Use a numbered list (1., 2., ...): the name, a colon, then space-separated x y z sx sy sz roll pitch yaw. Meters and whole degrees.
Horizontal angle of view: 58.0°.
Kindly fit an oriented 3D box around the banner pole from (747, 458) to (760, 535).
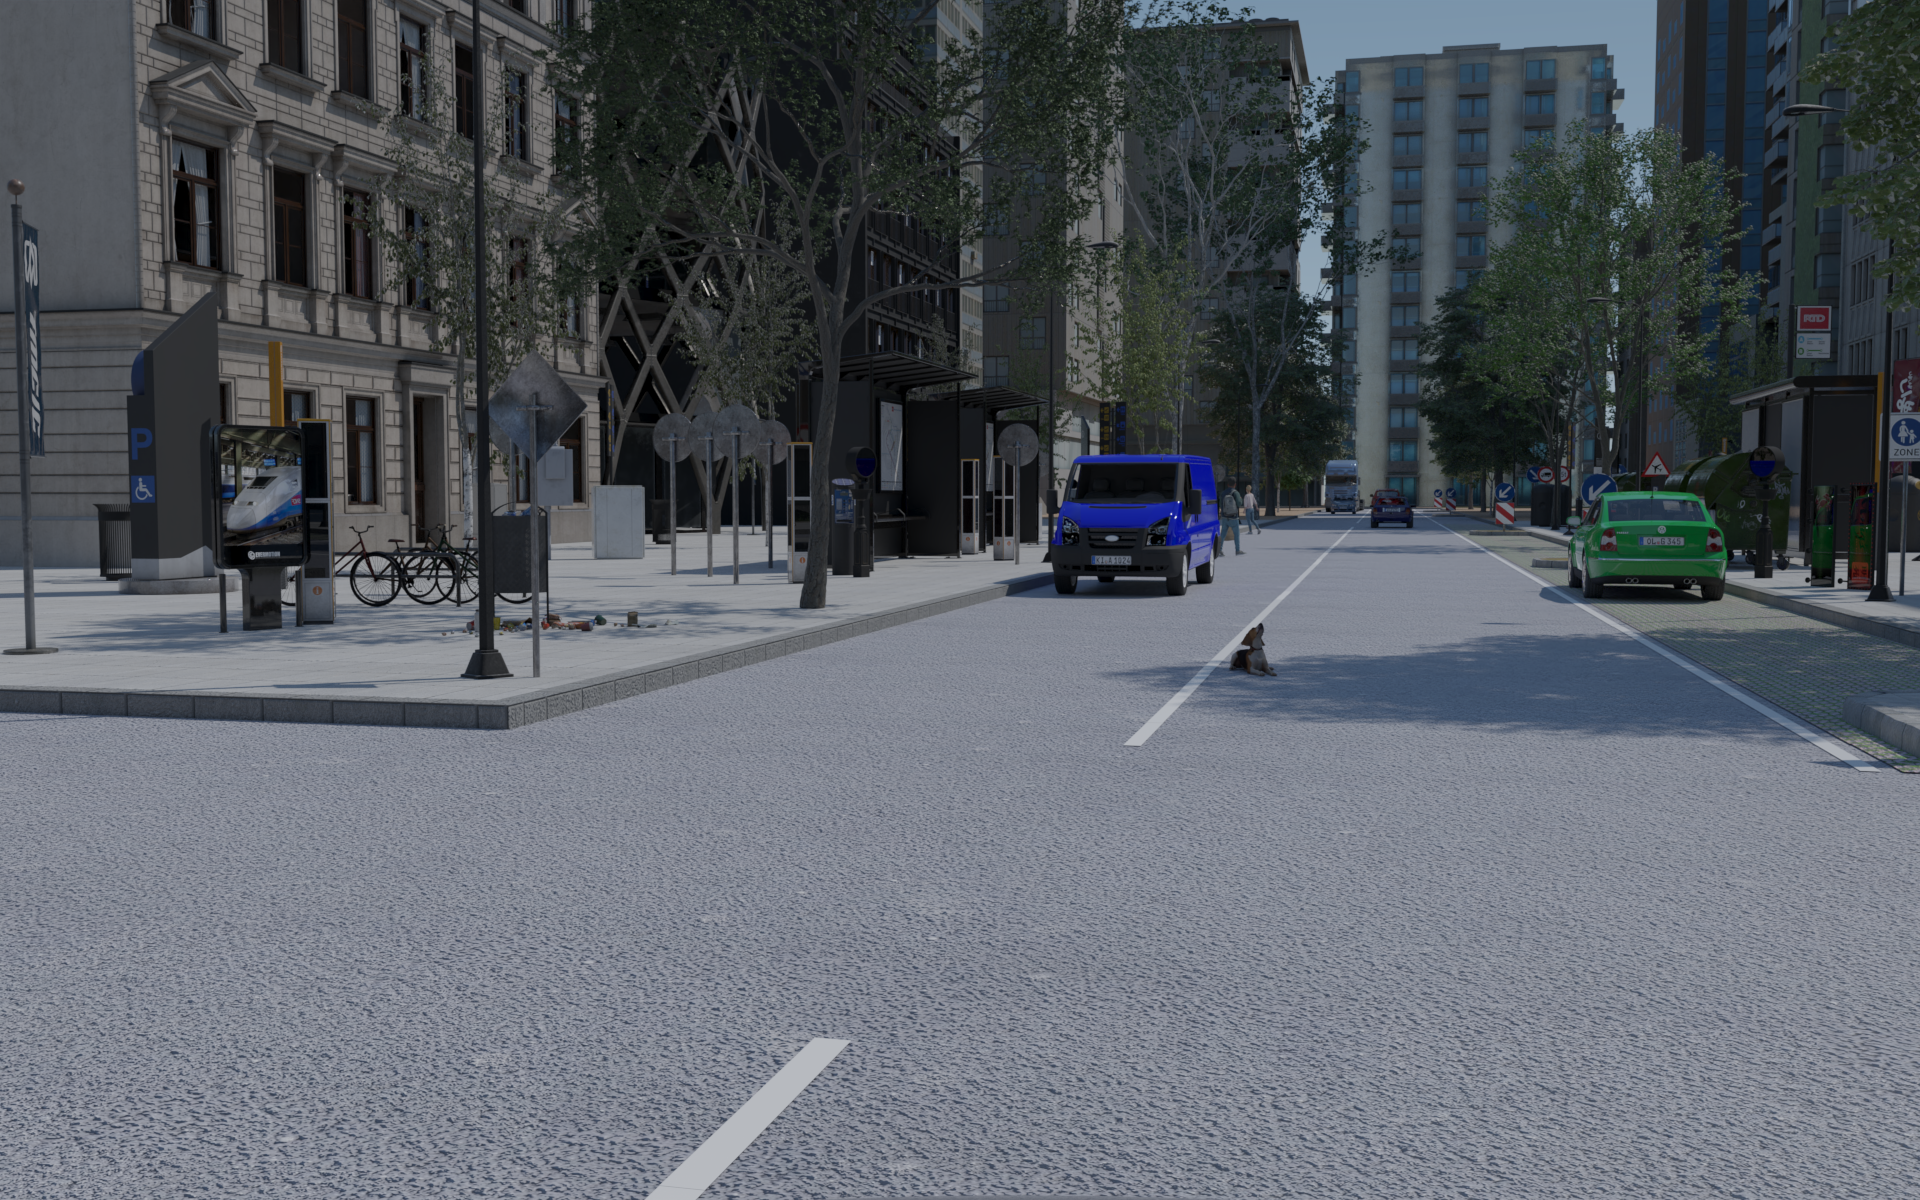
1. banner pole: -6.430 -3.916 54.041 0.401 3.779 0.863 0 4 2

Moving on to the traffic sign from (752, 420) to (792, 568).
1. traffic sign: -3.273 -1.819 29.850 0.768 2.556 0.104 1 4 16

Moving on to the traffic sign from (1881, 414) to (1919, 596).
1. traffic sign: 11.884 -1.203 21.792 0.606 2.300 0.079 1 4 22

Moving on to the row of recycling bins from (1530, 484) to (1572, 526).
1. row of recycling bins: 24.392 -3.924 71.277 1.069 1.692 3.534 2 4 35

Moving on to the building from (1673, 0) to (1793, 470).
1. building: 58.781 -48.481 105.334 22.319 86.520 31.000 1 4 14

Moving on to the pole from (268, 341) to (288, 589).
1. pole: -9.160 -1.799 23.264 0.158 3.312 0.155 0 3 0

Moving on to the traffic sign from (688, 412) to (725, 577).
1. traffic sign: -3.873 -1.630 26.763 0.768 2.556 0.104 1 4 18

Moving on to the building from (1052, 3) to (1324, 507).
1. building: 26.942 -37.103 195.869 27.495 52.752 28.713 1 4 14

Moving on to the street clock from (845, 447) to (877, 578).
1. street clock: -1.520 -1.350 26.642 0.358 2.002 0.471 3 5 41

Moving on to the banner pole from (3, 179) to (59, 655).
1. banner pole: -7.561 -1.473 14.098 0.401 3.779 0.863 -1 4 -14

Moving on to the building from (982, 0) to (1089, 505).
1. building: -1.864 -33.540 137.610 27.495 52.752 28.713 1 4 14

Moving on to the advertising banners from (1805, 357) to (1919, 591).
1. advertising banners: 12.057 -1.648 23.135 0.090 3.025 2.074 -1 4 -11

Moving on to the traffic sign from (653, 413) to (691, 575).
1. traffic sign: -4.525 -1.663 27.300 0.768 2.556 0.104 1 4 22

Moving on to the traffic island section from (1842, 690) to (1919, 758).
1. traffic island section: 6.327 0.761 9.840 2.009 0.180 2.903 1 4 14

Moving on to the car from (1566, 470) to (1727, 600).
1. car: 9.760 -0.979 24.797 1.959 1.807 4.718 1 4 15

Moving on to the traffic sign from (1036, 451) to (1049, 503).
1. traffic sign: 2.335 -3.156 51.703 0.768 2.556 0.104 1 4 14

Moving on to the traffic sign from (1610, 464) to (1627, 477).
1. traffic sign: 28.157 -4.531 74.193 0.768 2.556 0.104 1 4 20

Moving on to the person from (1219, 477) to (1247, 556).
1. person: 6.154 -1.900 39.552 0.713 1.824 0.794 -2 4 -26

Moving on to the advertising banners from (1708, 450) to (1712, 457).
1. advertising banners: 29.935 -4.495 69.680 0.090 3.025 2.074 1 4 9

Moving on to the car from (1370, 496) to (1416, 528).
1. car: 18.473 -3.755 73.968 1.945 1.354 3.894 1 4 15

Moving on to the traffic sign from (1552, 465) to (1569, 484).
1. traffic sign: 26.630 -4.688 76.760 0.768 2.556 0.104 2 4 23

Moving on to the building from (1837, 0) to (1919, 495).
1. building: 43.366 -15.251 67.376 12.078 24.808 19.932 1 4 14

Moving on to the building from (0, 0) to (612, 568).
1. building: -16.417 -10.681 39.264 10.561 19.102 19.286 1 4 14

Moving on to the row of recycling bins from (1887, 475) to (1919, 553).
1. row of recycling bins: 22.192 -1.911 38.352 3.534 1.692 1.069 0 3 0

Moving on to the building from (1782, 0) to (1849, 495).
1. building: 48.822 -24.600 85.810 14.154 41.232 14.086 1 4 14

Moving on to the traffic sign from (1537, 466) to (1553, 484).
1. traffic sign: 26.876 -4.854 79.472 0.768 2.556 0.104 1 4 20

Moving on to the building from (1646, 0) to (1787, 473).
1. building: 60.175 -29.328 129.632 14.600 45.320 14.200 1 4 14

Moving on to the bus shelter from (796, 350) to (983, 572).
1. bus shelter: -1.200 -2.465 31.584 1.731 3.624 6.357 1 4 14

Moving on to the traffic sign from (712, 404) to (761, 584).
1. traffic sign: -3.195 -1.501 24.641 0.768 2.556 0.104 1 4 20

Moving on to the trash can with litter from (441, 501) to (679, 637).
1. trash can with litter: -3.780 -0.332 16.486 2.233 1.210 1.678 -1 4 -16

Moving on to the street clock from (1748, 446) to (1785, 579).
1. street clock: 12.255 -1.333 26.357 0.358 2.002 0.471 -2 4 -28

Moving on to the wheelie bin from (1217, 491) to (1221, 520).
1. wheelie bin: 11.352 -4.299 78.198 0.693 1.594 0.980 -2 4 -27

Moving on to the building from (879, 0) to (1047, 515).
1. building: -11.914 -25.177 103.531 32.217 40.220 23.993 1 4 14

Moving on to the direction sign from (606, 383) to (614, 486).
1. direction sign: -7.200 -2.676 35.746 0.379 3.537 0.876 0 4 -4

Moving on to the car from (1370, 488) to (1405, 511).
1. car: 28.658 -6.577 116.212 2.281 1.827 5.304 1 4 14

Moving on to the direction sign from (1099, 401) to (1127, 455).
1. direction sign: 3.765 -3.101 42.695 0.379 3.537 0.876 -3 5 -42

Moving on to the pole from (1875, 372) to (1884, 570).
1. pole: 15.440 -2.154 29.062 0.158 3.312 0.155 0 3 0

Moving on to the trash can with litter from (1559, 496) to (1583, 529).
1. trash can with litter: 22.949 -3.230 63.865 1.678 1.210 2.233 1 4 21

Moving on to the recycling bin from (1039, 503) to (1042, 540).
1. recycling bin: 1.876 -2.213 48.738 0.722 1.027 0.722 1 4 19

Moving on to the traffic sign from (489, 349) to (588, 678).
1. traffic sign: -2.961 -0.515 12.062 0.795 2.450 0.064 1 4 14

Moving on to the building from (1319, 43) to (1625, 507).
1. building: 54.713 -34.732 187.477 30.456 49.044 23.786 1 4 14

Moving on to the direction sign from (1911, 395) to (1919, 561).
1. direction sign: 18.433 -2.511 33.054 0.379 3.537 0.876 -3 5 -39

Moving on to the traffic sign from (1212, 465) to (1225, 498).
1. traffic sign: 11.107 -4.586 75.083 0.768 2.556 0.104 1 4 16

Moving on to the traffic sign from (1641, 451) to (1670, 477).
1. traffic sign: 21.244 -3.232 52.854 0.884 2.594 0.081 1 4 22

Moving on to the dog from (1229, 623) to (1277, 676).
1. dog: 2.421 0.379 13.993 0.550 0.427 0.748 2 4 33

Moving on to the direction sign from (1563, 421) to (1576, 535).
1. direction sign: 19.150 -3.813 54.335 0.379 3.537 0.876 2 4 34

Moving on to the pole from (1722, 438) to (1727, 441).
1. pole: 27.697 -4.219 62.818 0.158 3.312 0.155 0 3 0

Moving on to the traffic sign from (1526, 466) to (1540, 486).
1. traffic sign: 26.467 -4.873 79.775 0.768 2.556 0.104 1 4 15

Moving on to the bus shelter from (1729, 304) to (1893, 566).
1. bus shelter: 16.808 -3.483 34.579 2.179 5.291 8.768 1 4 14

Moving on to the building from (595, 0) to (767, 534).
1. building: -15.309 -11.627 57.554 16.820 18.784 16.811 1 4 14

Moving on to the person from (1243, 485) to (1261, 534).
1. person: 10.416 -3.196 61.434 0.598 1.740 0.731 2 4 33

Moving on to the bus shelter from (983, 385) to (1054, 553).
1. bus shelter: 0.787 -3.020 40.664 1.731 3.624 6.357 1 4 14

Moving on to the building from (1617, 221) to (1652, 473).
1. building: 75.294 -24.794 177.076 14.107 30.474 14.160 1 4 14

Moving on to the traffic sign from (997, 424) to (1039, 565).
1. traffic sign: 1.040 -1.914 31.406 0.768 2.556 0.104 1 4 15

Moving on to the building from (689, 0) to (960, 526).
1. building: -7.854 -15.195 78.111 12.332 23.373 15.834 1 4 14

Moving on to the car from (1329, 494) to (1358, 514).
1. car: 27.699 -6.912 125.008 2.014 1.417 4.499 1 4 14
